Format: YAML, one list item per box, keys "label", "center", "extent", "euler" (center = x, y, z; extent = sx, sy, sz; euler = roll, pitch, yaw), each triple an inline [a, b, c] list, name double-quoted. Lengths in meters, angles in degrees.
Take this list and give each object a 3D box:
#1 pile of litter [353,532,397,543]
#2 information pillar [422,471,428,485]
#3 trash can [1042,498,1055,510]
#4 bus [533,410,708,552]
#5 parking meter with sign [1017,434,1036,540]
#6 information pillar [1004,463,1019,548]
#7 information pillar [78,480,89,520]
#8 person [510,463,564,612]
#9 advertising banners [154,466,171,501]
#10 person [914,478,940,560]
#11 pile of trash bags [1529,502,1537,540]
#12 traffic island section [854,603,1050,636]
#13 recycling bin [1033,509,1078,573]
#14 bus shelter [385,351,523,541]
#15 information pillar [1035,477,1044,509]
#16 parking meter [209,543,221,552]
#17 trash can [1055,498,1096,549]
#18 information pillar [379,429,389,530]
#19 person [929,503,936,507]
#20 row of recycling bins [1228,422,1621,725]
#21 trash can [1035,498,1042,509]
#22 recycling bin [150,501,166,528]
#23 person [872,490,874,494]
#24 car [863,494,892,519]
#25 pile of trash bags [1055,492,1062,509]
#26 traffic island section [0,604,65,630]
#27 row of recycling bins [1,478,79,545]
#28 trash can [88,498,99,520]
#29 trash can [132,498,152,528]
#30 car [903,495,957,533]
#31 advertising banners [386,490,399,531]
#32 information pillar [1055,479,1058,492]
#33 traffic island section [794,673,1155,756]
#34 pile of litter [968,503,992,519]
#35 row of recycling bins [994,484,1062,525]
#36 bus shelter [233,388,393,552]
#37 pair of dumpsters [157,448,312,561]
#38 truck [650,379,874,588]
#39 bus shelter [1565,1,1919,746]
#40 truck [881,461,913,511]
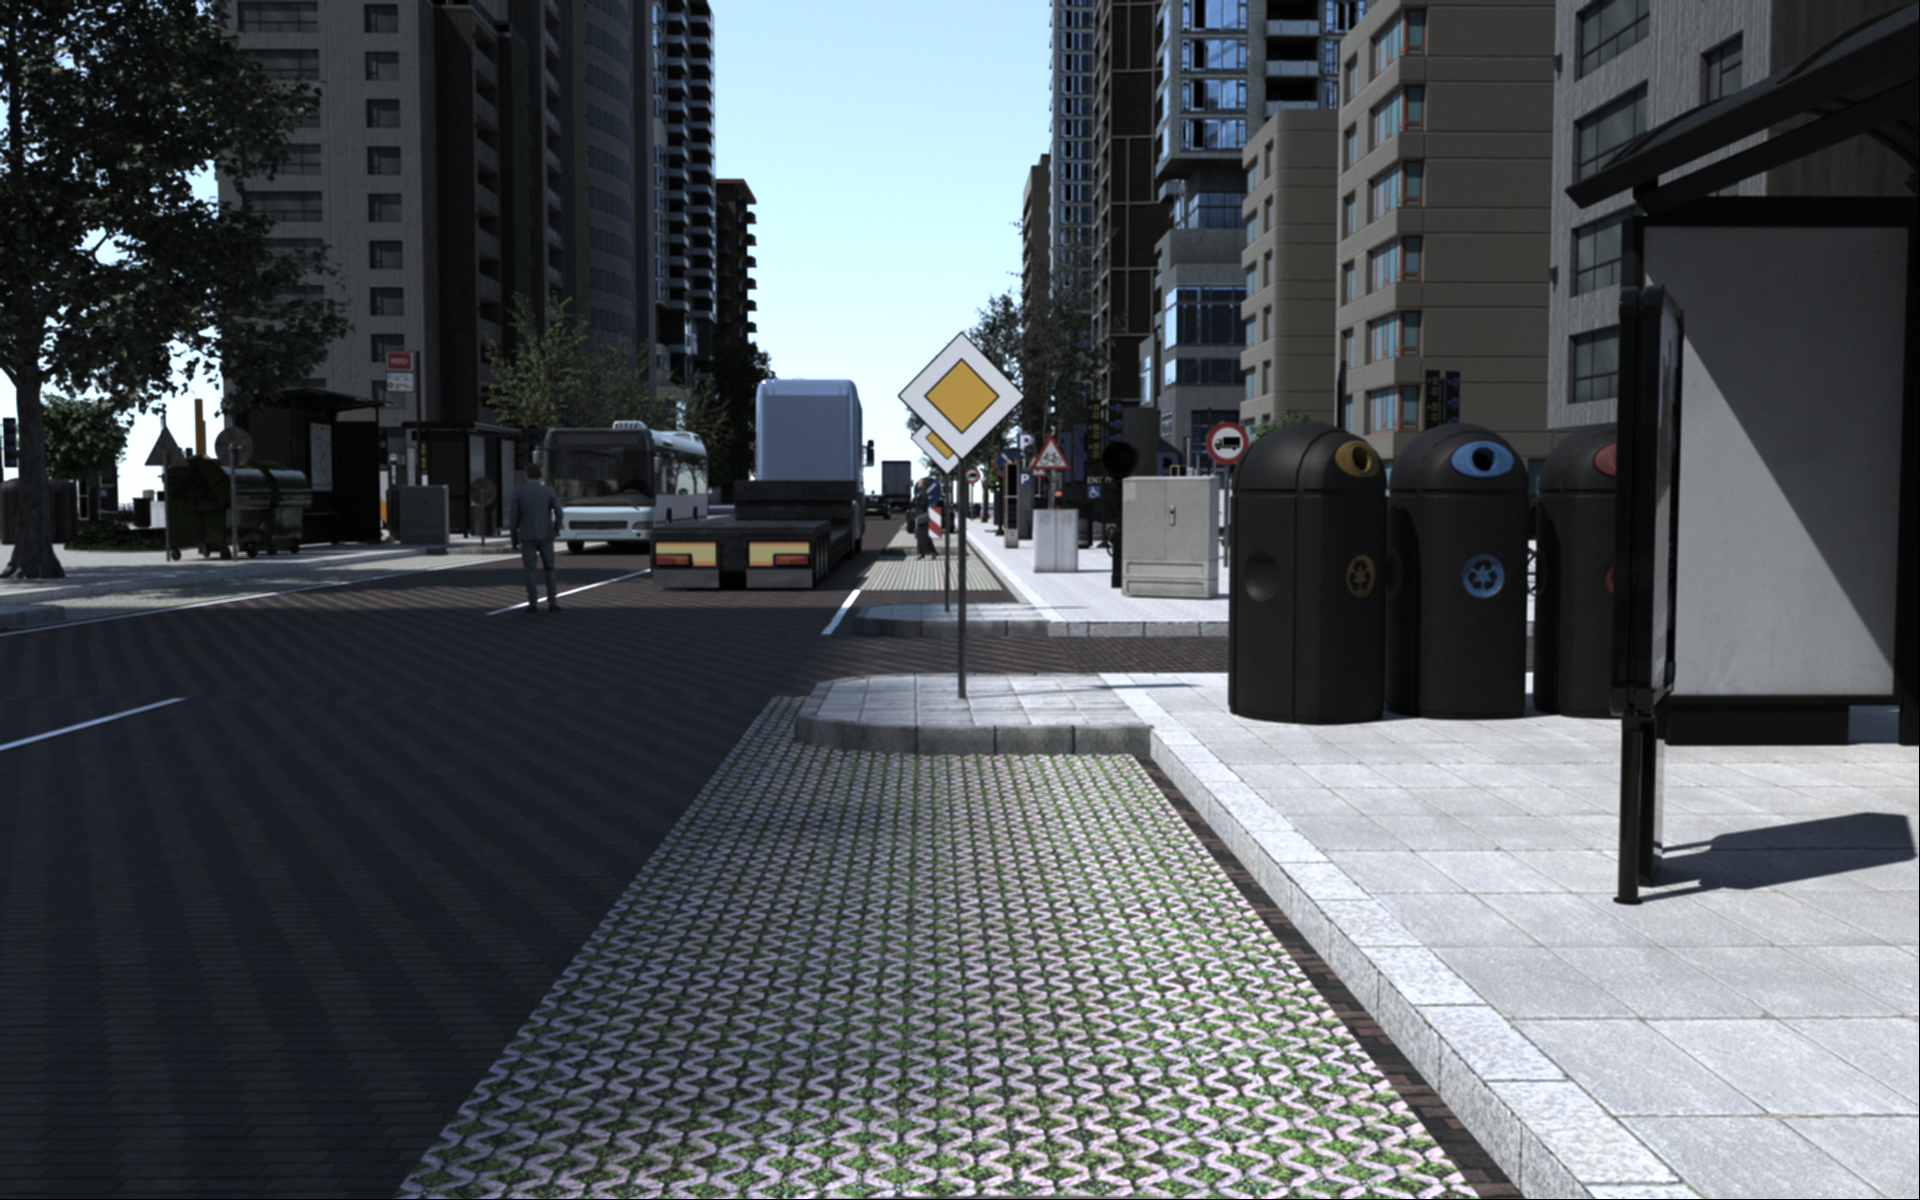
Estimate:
- label: "pile of litter"
  center: [-15.495, -1.944, 45.750]
  extent: [1.176, 0.858, 1.719]
  euler: [-1, 4, -9]
- label: "information pillar"
  center: [-23.128, -5.102, 74.766]
  extent: [0.504, 3.616, 0.183]
  euler: [0, 4, -3]
- label: "trash can"
  center: [3.319, -2.896, 58.997]
  extent: [0.748, 1.137, 0.748]
  euler: [0, 3, 0]
- label: "bus"
  center: [-8.669, -3.129, 46.012]
  extent: [2.948, 3.499, 13.247]
  euler: [0, 4, -2]
- label: "parking meter with sign"
  center: [1.841, -3.242, 49.270]
  extent: [0.543, 3.016, 1.738]
  euler: [0, 4, 5]
- label: "information pillar"
  center: [1.216, -2.232, 40.987]
  extent: [0.304, 2.012, 0.304]
  euler: [0, 4, -7]
- label: "information pillar"
  center: [-30.544, -3.417, 60.354]
  extent: [0.304, 2.012, 0.304]
  euler: [-2, 4, -30]
- label: "person"
  center: [-5.157, -0.765, 21.108]
  extent: [0.635, 1.810, 0.391]
  euler: [-2, 4, -24]
- label: "advertising banners"
  center: [-41.999, -5.795, 90.934]
  extent: [0.090, 3.025, 2.074]
  euler: [1, 4, 18]
- label: "person"
  center: [-0.757, -1.748, 37.509]
  extent: [0.534, 1.772, 0.576]
  euler: [-2, 4, -24]
- label: "pile of trash bags"
  center: [15.063, -2.369, 48.493]
  extent: [3.447, 1.369, 1.912]
  euler: [0, 4, 4]
- label: "traffic island section"
  center: [-0.116, 0.208, 18.873]
  extent: [2.009, 0.180, 2.903]
  euler: [0, 4, -1]
- label: "recycling bin"
  center: [1.570, -0.976, 28.505]
  extent: [0.722, 1.027, 0.722]
  euler: [0, 4, 1]
- label: "bus shelter"
  center: [-15.057, -4.508, 51.334]
  extent: [2.179, 5.291, 8.768]
  euler: [0, 4, -1]
- label: "information pillar"
  center: [3.061, -3.840, 67.270]
  extent: [0.304, 2.012, 0.304]
  euler: [3, 5, 40]
- label: "parking meter"
  center: [-16.442, -1.984, 38.146]
  extent: [0.255, 1.863, 0.399]
  euler: [-1, 4, -23]
- label: "trash can"
  center: [2.812, -1.771, 40.610]
  extent: [0.748, 1.137, 0.748]
  euler: [0, 3, 0]
- label: "information pillar"
  center: [-20.842, -4.348, 62.445]
  extent: [0.504, 3.616, 0.183]
  euler: [0, 4, -4]
- label: "person"
  center: [-1.005, -2.601, 53.629]
  extent: [0.523, 1.515, 0.503]
  euler: [-1, 4, -21]
- label: "row of recycling bins"
  center: [3.330, -0.185, 10.142]
  extent: [3.534, 1.692, 1.069]
  euler: [0, 4, -5]
- label: "trash can"
  center: [3.092, -3.124, 62.727]
  extent: [0.748, 1.137, 0.748]
  euler: [0, 3, 0]
- label: "recycling bin"
  center: [-28.295, -3.006, 61.705]
  extent: [0.722, 1.027, 0.722]
  euler: [1, 4, 19]
- label: "person"
  center: [-6.507, -7.385, 129.963]
  extent: [1.217, 1.735, 0.721]
  euler: [0, 4, 6]
- label: "car"
  center: [-4.904, -5.474, 99.291]
  extent: [2.009, 1.686, 4.222]
  euler: [0, 4, 1]
- label: "pile of trash bags"
  center: [4.634, -3.593, 68.502]
  extent: [1.912, 1.369, 3.447]
  euler: [2, 4, 30]
- label: "traffic island section"
  center: [-11.105, 0.221, 18.673]
  extent: [2.009, 0.180, 2.903]
  euler: [0, 4, -1]
- label: "row of recycling bins"
  center: [-24.080, -2.344, 45.434]
  extent: [1.069, 1.692, 3.534]
  euler: [0, 4, -7]
- label: "trash can"
  center: [-31.883, -3.164, 63.380]
  extent: [0.748, 1.137, 0.748]
  euler: [0, 3, 0]
- label: "trash can"
  center: [-31.093, -3.316, 65.866]
  extent: [0.748, 1.137, 0.748]
  euler: [0, 3, 0]
- label: "car"
  center: [-1.107, -3.314, 63.966]
  extent: [2.009, 1.686, 4.222]
  euler: [0, 4, -2]
- label: "advertising banners"
  center: [-19.842, -3.945, 60.695]
  extent: [2.074, 3.025, 0.090]
  euler: [0, 4, 1]
- label: "information pillar"
  center: [4.530, -4.819, 83.286]
  extent: [0.304, 2.012, 0.304]
  euler: [1, 4, 21]
- label: "traffic island section"
  center: [0.034, 0.697, 10.890]
  extent: [2.009, 0.180, 2.903]
  euler: [0, 4, -1]
- label: "pile of litter"
  center: [1.092, -4.611, 89.357]
  extent: [1.176, 0.858, 1.719]
  euler: [3, 5, 45]
- label: "row of recycling bins"
  center: [3.146, -3.930, 71.374]
  extent: [3.534, 1.692, 1.069]
  euler: [0, 4, 3]
- label: "bus shelter"
  center: [-15.329, -3.066, 41.420]
  extent: [1.731, 3.624, 6.357]
  euler: [0, 4, -1]
- label: "pair of dumpsters"
  center: [-14.735, -2.007, 35.316]
  extent: [1.574, 2.255, 4.437]
  euler: [0, 4, -1]
- label: "truck"
  center: [-3.484, -2.749, 34.700]
  extent: [2.967, 4.110, 18.799]
  euler: [0, 4, -1]
- label: "bus shelter"
  center: [4.179, -0.756, 6.286]
  extent: [2.014, 3.302, 5.546]
  euler: [0, 4, -1]
- label: "truck"
  center: [-5.481, -9.902, 150.814]
  extent: [2.839, 4.237, 11.283]
  euler: [0, 4, -1]
